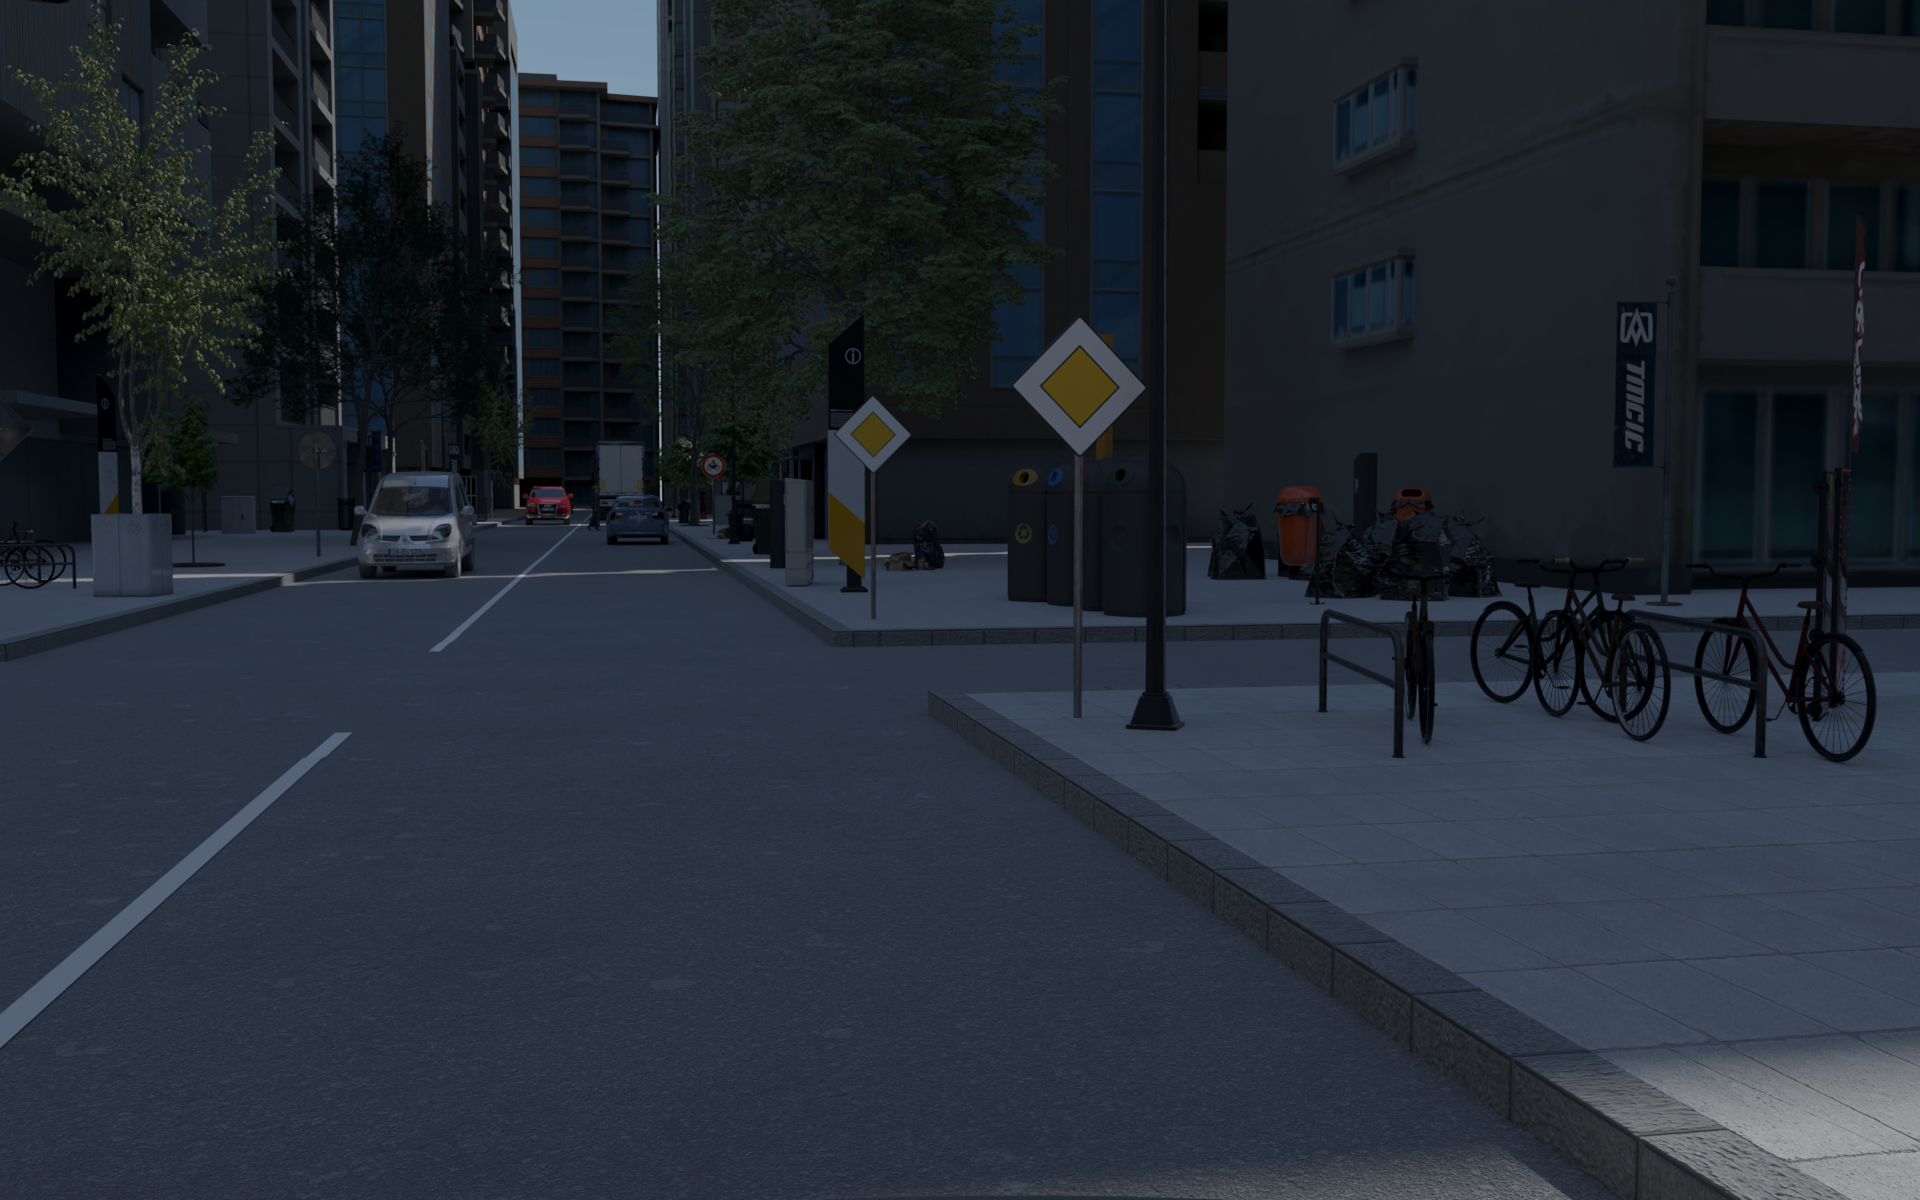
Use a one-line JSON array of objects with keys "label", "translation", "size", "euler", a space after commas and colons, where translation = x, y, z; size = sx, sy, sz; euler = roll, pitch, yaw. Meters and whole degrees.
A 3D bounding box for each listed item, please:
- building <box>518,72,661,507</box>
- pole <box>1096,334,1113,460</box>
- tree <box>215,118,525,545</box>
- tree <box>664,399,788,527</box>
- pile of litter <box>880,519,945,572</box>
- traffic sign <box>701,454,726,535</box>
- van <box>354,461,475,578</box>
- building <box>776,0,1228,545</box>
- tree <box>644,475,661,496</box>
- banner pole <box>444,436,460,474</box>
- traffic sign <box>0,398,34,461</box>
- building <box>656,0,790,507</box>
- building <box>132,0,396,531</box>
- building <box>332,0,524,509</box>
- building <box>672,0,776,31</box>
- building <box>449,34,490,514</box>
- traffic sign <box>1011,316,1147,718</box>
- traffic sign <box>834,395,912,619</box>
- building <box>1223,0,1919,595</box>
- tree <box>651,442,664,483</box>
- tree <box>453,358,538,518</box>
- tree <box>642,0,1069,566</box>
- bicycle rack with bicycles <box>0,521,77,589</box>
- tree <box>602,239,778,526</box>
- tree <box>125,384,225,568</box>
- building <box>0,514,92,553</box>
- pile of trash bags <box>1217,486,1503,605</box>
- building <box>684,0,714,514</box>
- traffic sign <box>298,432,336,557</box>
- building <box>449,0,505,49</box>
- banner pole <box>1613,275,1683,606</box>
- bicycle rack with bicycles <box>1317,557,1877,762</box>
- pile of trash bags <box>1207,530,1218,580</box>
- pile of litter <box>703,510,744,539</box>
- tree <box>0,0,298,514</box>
[{"label": "building", "translation": [-46.243, -32.310, 182.884], "size": [28.867, 44.769, 22.147], "euler": [-1, 4, -11]}, {"label": "pole", "translation": [1.858, -1.739, 22.274], "size": [0.158, 3.312, 0.155], "euler": [0, 3, 0]}, {"label": "tree", "translation": [-14.704, -6.629, 42.795], "size": [7.601, 10.594, 8.767], "euler": [0, 4, 5]}, {"label": "tree", "translation": [-7.472, -4.621, 59.269], "size": [4.285, 4.588, 4.351], "euler": [0, 3, 0]}, {"label": "pile of litter", "translation": [-0.842, -0.952, 29.531], "size": [1.176, 0.858, 1.719], "euler": [2, 4, 28]}, {"label": "traffic sign", "translation": [-7.800, -3.348, 54.846], "size": [0.768, 2.556, 0.104], "euler": [0, 4, -5]}, {"label": "van", "translation": [-9.635, -1.456, 30.818], "size": [2.013, 2.044, 4.112], "euler": [-1, 4, -11]}, {"label": "building", "translation": [2.171, -24.473, 50.237], "size": [14.600, 45.320, 14.200], "euler": [-1, 4, -11]}, {"label": "tree", "translation": [-28.370, -10.199, 161.350], "size": [1.663, 3.219, 1.824], "euler": [0, 3, 0]}, {"label": "banner pole", "translation": [-21.834, -5.153, 74.270], "size": [0.863, 3.779, 0.401], "euler": [-1, 4, -17]}, {"label": "traffic sign", "translation": [-9.028, -0.762, 16.104], "size": [0.795, 2.450, 0.064], "euler": [-1, 4, -11]}, {"label": "building", "translation": [-21.976, -45.788, 186.878], "size": [20.611, 71.187, 20.563], "euler": [-1, 4, -11]}, {"label": "building", "translation": [-33.962, -38.499, 67.714], "size": [20.563, 71.187, 20.611], "euler": [-1, 4, -11]}, {"label": "building", "translation": [-46.333, -30.719, 152.361], "size": [14.200, 45.320, 14.600], "euler": [-1, 4, -11]}, {"label": "building", "translation": [-16.554, -28.111, 143.217], "size": [14.154, 41.232, 14.086], "euler": [-1, 4, -11]}, {"label": "building", "translation": [-37.452, -20.603, 108.560], "size": [14.160, 30.474, 14.107], "euler": [-1, 4, -11]}, {"label": "traffic sign", "translation": [0.671, -0.381, 9.867], "size": [0.795, 2.450, 0.064], "euler": [-1, 4, -11]}, {"label": "traffic sign", "translation": [-0.890, -0.860, 17.698], "size": [0.795, 2.450, 0.064], "euler": [-1, 4, -11]}, {"label": "building", "translation": [16.707, -25.028, 32.916], "size": [21.600, 48.544, 21.300], "euler": [-1, 4, -11]}, {"label": "tree", "translation": [-13.324, -6.284, 86.460], "size": [4.285, 4.588, 4.351], "euler": [0, 3, 0]}, {"label": "tree", "translation": [-24.725, -8.672, 92.146], "size": [4.737, 8.622, 4.395], "euler": [0, 3, 0]}, {"label": "tree", "translation": [-1.551, -6.888, 30.754], "size": [7.486, 12.596, 7.792], "euler": [0, 3, 0]}, {"label": "bicycle rack with bicycles", "translation": [-13.463, -0.621, 23.543], "size": [2.925, 0.926, 2.852], "euler": [-3, 5, -40]}, {"label": "tree", "translation": [-10.475, -8.757, 68.927], "size": [9.928, 11.665, 9.643], "euler": [0, 3, 0]}, {"label": "tree", "translation": [-13.605, -2.212, 30.770], "size": [1.663, 3.219, 1.824], "euler": [0, 3, 0]}, {"label": "building", "translation": [-32.401, -27.283, 35.315], "size": [28.713, 52.752, 27.495], "euler": [-1, 4, -11]}, {"label": "pile of trash bags", "translation": [5.049, -0.702, 21.228], "size": [3.447, 1.369, 1.912], "euler": [-3, 5, -42]}, {"label": "building", "translation": [-8.899, -35.516, 122.686], "size": [21.231, 58.520, 28.212], "euler": [-1, 4, -11]}, {"label": "traffic sign", "translation": [-13.131, -2.158, 35.389], "size": [0.768, 2.556, 0.104], "euler": [0, 4, -4]}, {"label": "building", "translation": [-45.563, -29.026, 129.205], "size": [22.147, 44.769, 28.867], "euler": [-1, 4, -11]}, {"label": "banner pole", "translation": [7.895, -1.826, 19.875], "size": [0.863, 3.779, 0.401], "euler": [0, 4, 0]}, {"label": "bicycle rack with bicycles", "translation": [3.149, 0.241, 9.445], "size": [2.852, 0.926, 2.925], "euler": [0, 4, 1]}, {"label": "pile of trash bags", "translation": [5.406, -1.011, 26.279], "size": [3.447, 1.369, 1.912], "euler": [1, 4, 18]}, {"label": "pile of litter", "translation": [-6.502, -2.196, 49.871], "size": [1.719, 0.858, 1.176], "euler": [1, 4, 9]}, {"label": "tree", "translation": [-12.675, -4.689, 27.029], "size": [4.737, 8.622, 4.395], "euler": [0, 3, 0]}]
